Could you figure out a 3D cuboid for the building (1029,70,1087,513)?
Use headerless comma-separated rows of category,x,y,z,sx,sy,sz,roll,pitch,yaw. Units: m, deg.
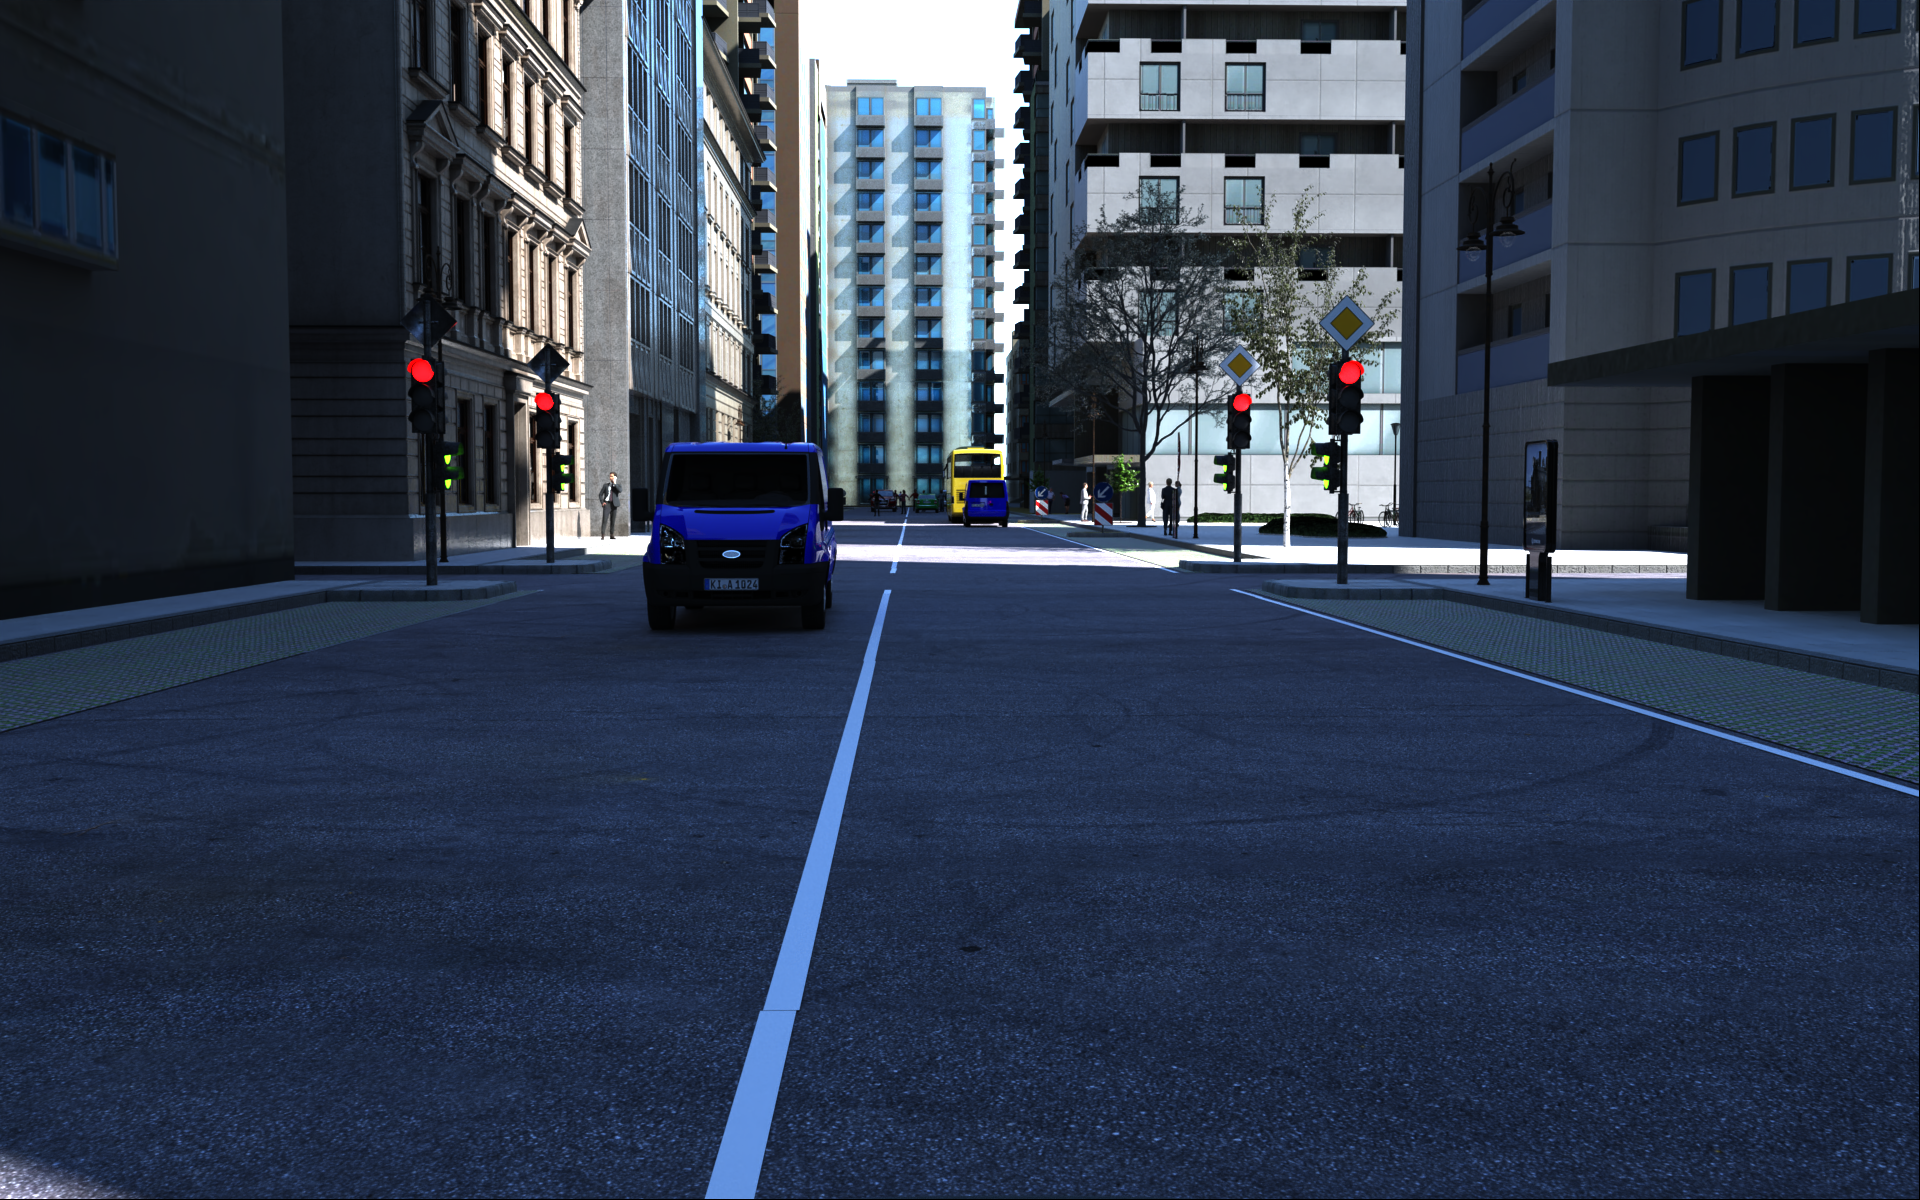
building,11.800,-21.425,122.008,14.160,30.474,14.107,0,4,-2

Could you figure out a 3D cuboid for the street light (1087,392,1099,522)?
street light,6.044,-6.459,78.400,0.468,5.910,1.993,0,4,-2

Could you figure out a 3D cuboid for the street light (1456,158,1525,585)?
street light,7.401,-3.152,24.315,0.468,5.910,1.993,0,4,-2

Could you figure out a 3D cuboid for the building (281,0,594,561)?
building,-15.365,-10.810,41.364,10.561,19.102,19.286,0,4,-2

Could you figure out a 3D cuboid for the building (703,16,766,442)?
building,-18.871,-15.445,85.808,16.112,22.955,30.059,0,4,-2

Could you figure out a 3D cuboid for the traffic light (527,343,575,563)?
traffic light,-7.633,-2.649,32.240,0.839,4.253,0.868,0,4,-2

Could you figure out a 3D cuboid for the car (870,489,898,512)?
car,-6.156,-8.041,140.149,2.281,1.827,5.304,0,4,-1

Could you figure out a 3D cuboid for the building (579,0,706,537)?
building,-16.202,-14.853,60.866,12.078,24.808,19.932,0,4,-2

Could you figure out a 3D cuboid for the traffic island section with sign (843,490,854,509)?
traffic island section with sign,-10.909,-9.384,162.059,1.989,1.847,2.006,0,4,-2

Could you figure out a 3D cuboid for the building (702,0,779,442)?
building,-24.482,-28.549,121.395,22.147,44.769,28.867,0,4,-2

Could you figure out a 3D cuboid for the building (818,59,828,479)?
building,-20.938,-32.159,175.916,14.200,45.320,14.600,0,4,-2

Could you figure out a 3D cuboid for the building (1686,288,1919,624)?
building,18.864,-21.590,7.615,22.147,44.769,28.867,0,4,-2

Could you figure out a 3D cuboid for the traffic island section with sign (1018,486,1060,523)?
traffic island section with sign,3.840,-4.656,84.748,1.989,1.847,2.006,0,4,-2

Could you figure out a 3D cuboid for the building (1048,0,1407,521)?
building,19.212,-30.851,93.653,28.713,52.752,27.495,0,4,-2

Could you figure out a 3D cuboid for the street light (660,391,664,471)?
street light,-10.456,-5.372,60.627,0.468,5.910,1.993,0,4,-2

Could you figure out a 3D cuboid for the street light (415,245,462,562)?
street light,-9.716,-3.648,32.427,0.468,5.910,1.993,0,4,-2

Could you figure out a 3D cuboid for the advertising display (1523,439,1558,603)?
advertising display,6.983,-0.957,20.869,0.123,1.923,0.974,0,4,2

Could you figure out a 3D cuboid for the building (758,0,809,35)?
building,-19.709,-30.157,143.182,14.600,45.320,14.200,0,4,-2

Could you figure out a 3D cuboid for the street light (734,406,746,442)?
street light,-11.262,-7.097,88.825,0.468,5.910,1.993,0,4,-2

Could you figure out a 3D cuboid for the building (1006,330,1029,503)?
building,20.619,-22.075,205.965,28.899,21.520,27.650,0,4,-2

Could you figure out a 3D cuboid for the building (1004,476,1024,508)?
building,19.591,-29.364,171.980,32.217,40.220,23.993,0,4,-2

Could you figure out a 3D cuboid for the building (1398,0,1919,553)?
building,27.692,-30.636,42.897,28.212,58.520,21.231,0,4,-2

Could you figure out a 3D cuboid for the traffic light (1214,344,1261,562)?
traffic light,5.223,-2.672,32.608,0.839,4.253,0.868,0,4,-2

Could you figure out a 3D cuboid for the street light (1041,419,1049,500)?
street light,5.225,-8.211,107.030,0.468,5.910,1.993,0,4,-2

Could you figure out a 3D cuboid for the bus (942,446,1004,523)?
bus,0.656,-5.918,88.313,2.896,3.916,12.252,0,4,-2

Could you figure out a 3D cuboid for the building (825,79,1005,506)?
building,-10.257,-35.670,202.809,30.456,49.044,23.786,0,4,-2

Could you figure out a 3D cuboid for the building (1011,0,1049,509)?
building,15.797,-29.969,144.624,22.147,44.769,28.867,0,4,-2

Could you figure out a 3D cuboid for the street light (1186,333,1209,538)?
street light,6.823,-4.720,49.967,0.468,5.910,1.993,0,4,-2

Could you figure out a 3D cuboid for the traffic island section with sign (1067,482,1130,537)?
traffic island section with sign,4.588,-3.004,57.744,1.989,1.847,2.006,0,4,-2

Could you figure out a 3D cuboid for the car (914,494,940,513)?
car,-2.520,-7.573,132.612,1.959,1.807,4.718,0,4,-1

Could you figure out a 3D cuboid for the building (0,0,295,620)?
building,-20.183,-23.846,13.589,21.600,48.544,21.300,0,4,-2

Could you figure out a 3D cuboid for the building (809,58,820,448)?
building,-20.228,-28.997,157.703,14.154,41.232,14.086,0,4,-2
